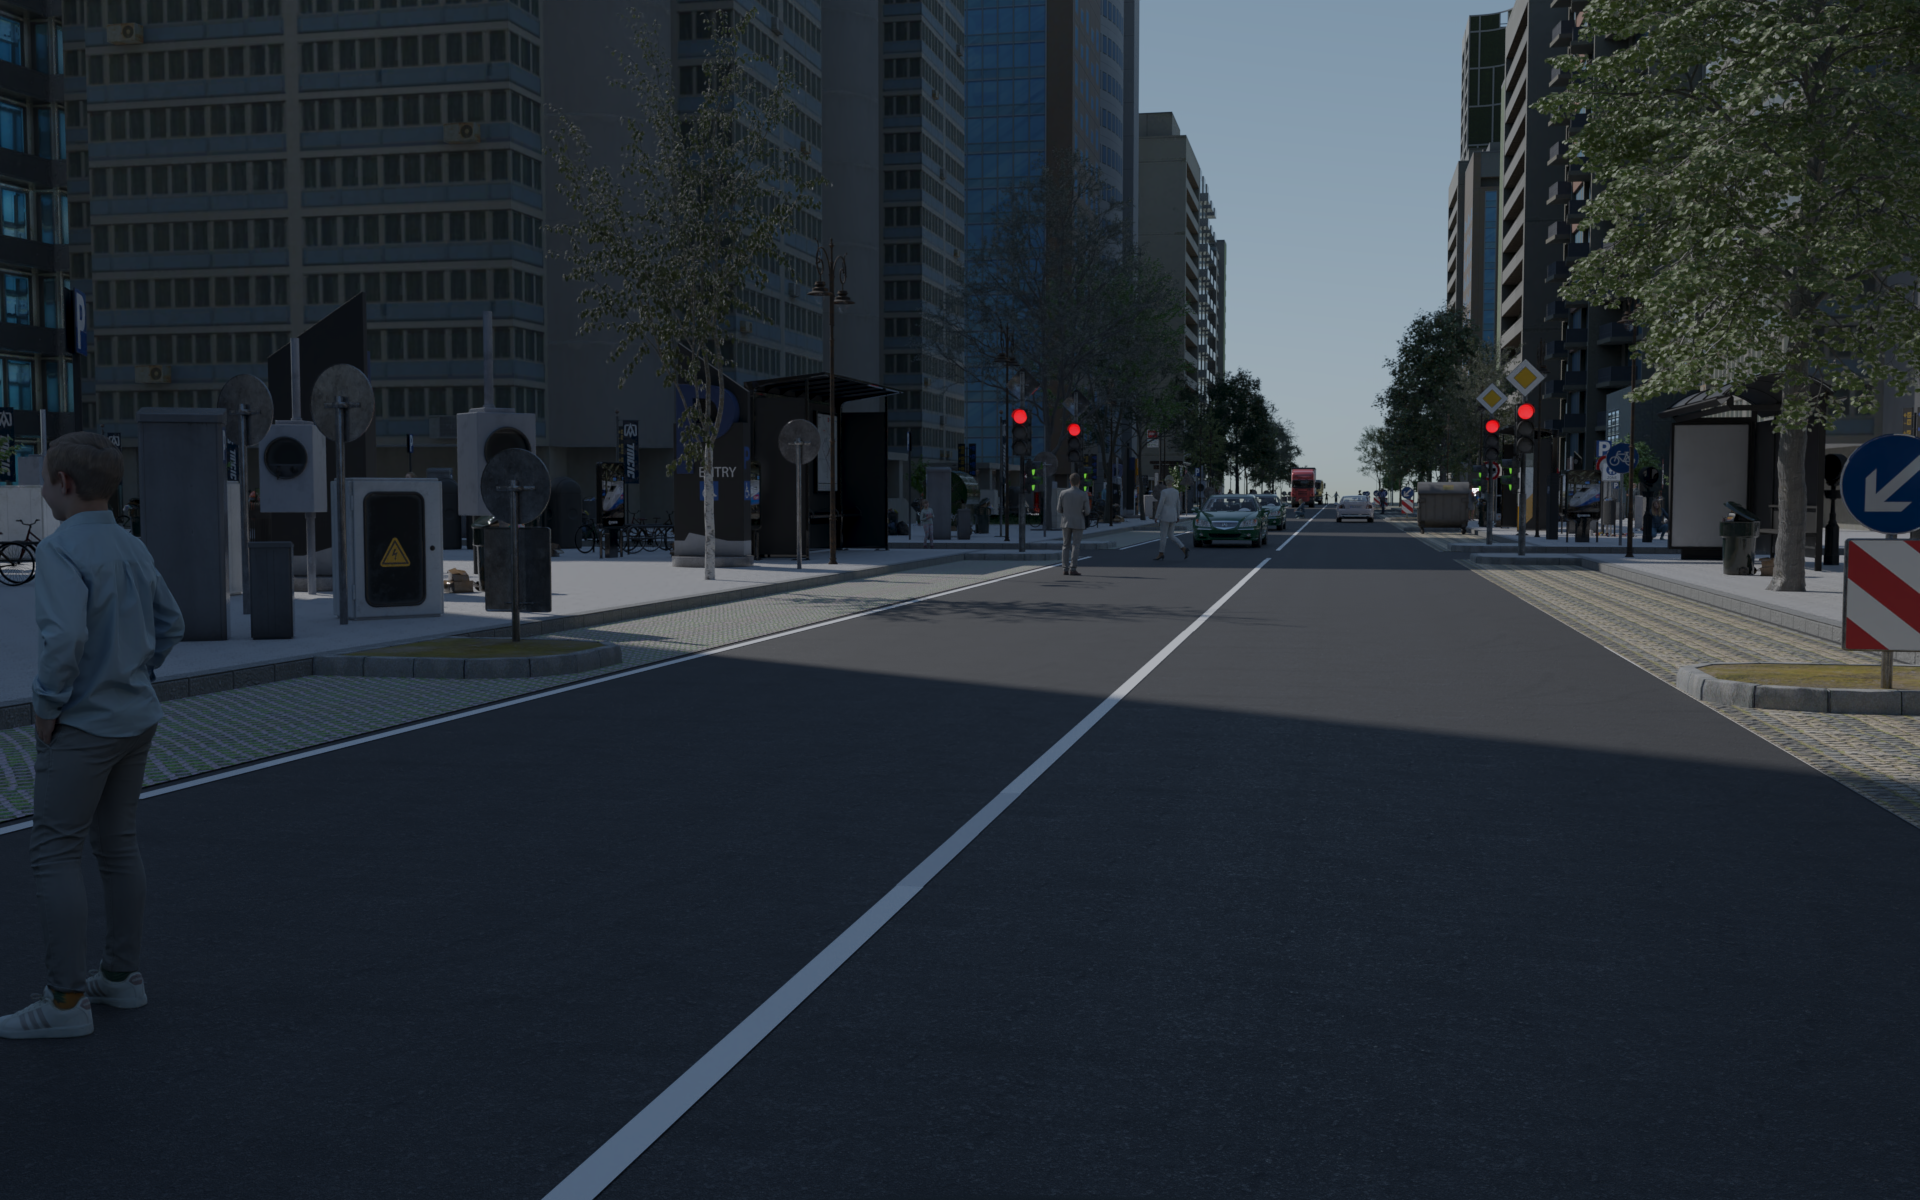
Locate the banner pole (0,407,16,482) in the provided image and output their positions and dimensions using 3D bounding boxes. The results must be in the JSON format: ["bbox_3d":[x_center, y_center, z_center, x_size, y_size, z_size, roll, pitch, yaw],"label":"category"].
[{"bbox_3d":[-24.291,-3.289,43.785,0.863,3.779,0.401,0,4,-7],"label":"banner pole"}]

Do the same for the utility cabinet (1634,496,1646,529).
[{"bbox_3d":[25.466,-3.281,64.808,0.306,1.237,1.020,2,4,28],"label":"utility cabinet"}]

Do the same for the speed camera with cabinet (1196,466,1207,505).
[{"bbox_3d":[16.108,-7.710,120.386,2.038,3.252,0.660,1,4,21],"label":"speed camera with cabinet"}]

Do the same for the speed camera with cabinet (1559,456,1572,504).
[{"bbox_3d":[31.637,-5.951,91.631,0.660,3.252,2.038,-2,4,-28],"label":"speed camera with cabinet"}]

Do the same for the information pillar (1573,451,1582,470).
[{"bbox_3d":[33.643,-6.304,94.419,0.183,3.616,0.504,-3,4,-36],"label":"information pillar"}]

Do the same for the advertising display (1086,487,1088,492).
[{"bbox_3d":[7.182,-5.983,103.043,0.974,1.923,0.123,1,4,14],"label":"advertising display"}]

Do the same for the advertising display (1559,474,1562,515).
[{"bbox_3d":[19.751,-3.092,55.762,0.974,1.923,0.123,-1,4,-17],"label":"advertising display"}]

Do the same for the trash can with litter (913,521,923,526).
[{"bbox_3d":[-0.783,-3.592,69.783,2.233,1.210,1.678,0,4,-2],"label":"trash can with litter"}]

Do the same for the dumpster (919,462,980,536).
[{"bbox_3d":[-0.311,-3.022,51.895,1.502,2.255,1.985,1,4,12],"label":"dumpster"}]

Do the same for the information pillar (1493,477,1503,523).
[{"bbox_3d":[22.735,-4.184,72.906,0.304,2.012,0.304,2,4,27],"label":"information pillar"}]

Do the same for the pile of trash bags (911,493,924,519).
[{"bbox_3d":[-2.245,-4.678,86.235,1.912,1.369,3.447,1,4,21],"label":"pile of trash bags"}]

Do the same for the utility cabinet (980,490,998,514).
[{"bbox_3d":[1.405,-4.846,87.917,1.173,1.500,0.318,3,5,43],"label":"utility cabinet"}]

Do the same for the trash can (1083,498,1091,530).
[{"bbox_3d":[4.333,-3.100,62.346,0.748,1.137,0.748,0,3,0],"label":"trash can"}]

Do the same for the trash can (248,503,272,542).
[{"bbox_3d":[-11.505,-1.012,28.202,0.748,1.137,0.748,0,3,0],"label":"trash can"}]

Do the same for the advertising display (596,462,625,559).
[{"bbox_3d":[-7.020,-1.811,34.832,0.123,1.923,0.974,1,4,17],"label":"advertising display"}]

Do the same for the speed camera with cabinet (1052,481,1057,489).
[{"bbox_3d":[6.631,-7.764,121.274,0.660,3.252,2.038,-1,4,-9],"label":"speed camera with cabinet"}]

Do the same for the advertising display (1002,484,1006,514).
[{"bbox_3d":[2.236,-4.861,84.696,0.123,1.923,0.974,1,4,14],"label":"advertising display"}]

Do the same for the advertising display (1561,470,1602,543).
[{"bbox_3d":[16.511,-2.489,45.903,0.974,1.923,0.123,-1,4,-8],"label":"advertising display"}]

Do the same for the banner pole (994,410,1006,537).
[{"bbox_3d":[1.279,-3.757,51.444,0.401,3.779,0.863,-1,4,-14],"label":"banner pole"}]

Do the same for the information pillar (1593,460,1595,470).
[{"bbox_3d":[38.092,-6.864,103.584,0.504,3.616,0.183,3,5,41],"label":"information pillar"}]

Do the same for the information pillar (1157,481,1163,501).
[{"bbox_3d":[11.187,-5.650,96.872,0.304,2.012,0.304,0,4,0],"label":"information pillar"}]

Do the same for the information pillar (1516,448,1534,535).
[{"bbox_3d":[17.504,-3.808,53.608,0.504,3.616,0.183,-1,4,-19],"label":"information pillar"}]

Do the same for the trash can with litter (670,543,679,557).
[{"bbox_3d":[-5.537,-1.466,35.363,0.624,1.170,1.055,1,4,9],"label":"trash can with litter"}]

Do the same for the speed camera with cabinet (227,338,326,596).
[{"bbox_3d":[-9.108,-1.681,21.826,2.038,3.252,0.660,0,4,-3],"label":"speed camera with cabinet"}]

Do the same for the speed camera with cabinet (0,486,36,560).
[{"bbox_3d":[-18.799,-2.424,33.974,2.038,3.252,0.660,0,4,5],"label":"speed camera with cabinet"}]

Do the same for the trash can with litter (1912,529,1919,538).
[{"bbox_3d":[13.016,-0.747,23.278,1.678,1.210,2.233,2,4,24],"label":"trash can with litter"}]

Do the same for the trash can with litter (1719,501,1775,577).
[{"bbox_3d":[12.542,-0.972,27.284,1.055,1.170,0.624,3,5,44],"label":"trash can with litter"}]

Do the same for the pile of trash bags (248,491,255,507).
[{"bbox_3d":[-48.671,-6.887,122.361,3.447,1.369,1.912,-2,4,-35],"label":"pile of trash bags"}]

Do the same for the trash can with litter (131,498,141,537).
[{"bbox_3d":[-24.381,-2.465,51.697,0.624,1.170,1.055,1,4,12],"label":"trash can with litter"}]

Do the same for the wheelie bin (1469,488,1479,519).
[{"bbox_3d":[26.169,-4.902,88.051,0.693,1.594,0.980,-2,4,-29],"label":"wheelie bin"}]

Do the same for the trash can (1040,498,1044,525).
[{"bbox_3d":[3.527,-3.500,68.883,0.748,1.137,0.748,0,3,0],"label":"trash can"}]

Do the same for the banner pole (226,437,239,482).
[{"bbox_3d":[-24.836,-4.252,59.537,0.401,3.779,0.863,2,4,33],"label":"banner pole"}]

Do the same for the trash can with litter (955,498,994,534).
[{"bbox_3d":[0.511,-2.720,55.851,1.055,1.170,0.624,-1,4,-21],"label":"trash can with litter"}]

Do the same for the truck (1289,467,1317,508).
[{"bbox_3d":[36.498,-11.929,183.953,2.839,4.237,11.283,1,4,12],"label":"truck"}]

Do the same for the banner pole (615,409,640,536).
[{"bbox_3d":[-9.920,-3.754,51.391,0.863,3.779,0.401,-1,4,-18],"label":"banner pole"}]

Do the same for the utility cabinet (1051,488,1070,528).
[{"bbox_3d":[3.777,-3.389,64.087,0.318,1.500,1.173,3,4,37],"label":"utility cabinet"}]

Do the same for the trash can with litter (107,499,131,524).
[{"bbox_3d":[-18.698,-1.619,37.861,0.624,1.170,1.055,-3,5,-44],"label":"trash can with litter"}]

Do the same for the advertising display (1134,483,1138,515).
[{"bbox_3d":[9.769,-5.696,98.343,0.123,1.923,0.974,3,5,39],"label":"advertising display"}]

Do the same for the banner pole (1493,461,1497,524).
[{"bbox_3d":[23.040,-5.167,74.496,0.401,3.779,0.863,1,4,17],"label":"banner pole"}]

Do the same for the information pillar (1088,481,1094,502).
[{"bbox_3d":[7.327,-5.655,96.944,0.304,2.012,0.304,1,4,14],"label":"information pillar"}]

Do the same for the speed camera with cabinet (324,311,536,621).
[{"bbox_3d":[-5.525,-1.463,18.253,2.038,3.252,0.660,-3,5,-39],"label":"speed camera with cabinet"}]

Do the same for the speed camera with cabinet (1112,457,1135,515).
[{"bbox_3d":[8.758,-6.108,94.204,0.660,3.252,2.038,3,4,38],"label":"speed camera with cabinet"}]

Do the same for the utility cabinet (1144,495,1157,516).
[{"bbox_3d":[11.007,-5.397,99.408,1.020,1.237,0.306,-2,4,-24],"label":"utility cabinet"}]

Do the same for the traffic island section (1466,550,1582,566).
[{"bbox_3d":[11.752,-0.850,36.177,2.009,0.180,2.903,1,4,12],"label":"traffic island section"}]

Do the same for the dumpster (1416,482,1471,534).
[{"bbox_3d":[17.226,-3.277,61.801,1.865,1.857,1.264,1,4,13],"label":"dumpster"}]

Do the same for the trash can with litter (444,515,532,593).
[{"bbox_3d":[-6.271,-0.690,22.663,1.055,1.170,0.624,-3,5,-43],"label":"trash can with litter"}]

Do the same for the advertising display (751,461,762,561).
[{"bbox_3d":[-4.275,-1.710,33.165,0.974,1.923,0.123,-2,4,-28],"label":"advertising display"}]

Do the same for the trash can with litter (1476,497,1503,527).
[{"bbox_3d":[20.504,-3.393,66.862,1.055,1.170,0.624,0,4,2],"label":"trash can with litter"}]

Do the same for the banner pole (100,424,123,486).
[{"bbox_3d":[-30.358,-4.397,61.901,0.863,3.779,0.401,0,4,-4],"label":"banner pole"}]

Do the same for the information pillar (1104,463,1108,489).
[{"bbox_3d":[10.317,-7.959,121.486,0.504,3.616,0.183,3,4,36],"label":"information pillar"}]

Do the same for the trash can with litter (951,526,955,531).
[{"bbox_3d":[-0.557,-2.961,59.791,1.055,1.170,0.624,-2,4,-26],"label":"trash can with litter"}]

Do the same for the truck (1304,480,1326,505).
[{"bbox_3d":[47.724,-14.565,234.054,3.469,3.379,9.791,1,4,13],"label":"truck"}]

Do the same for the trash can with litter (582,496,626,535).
[{"bbox_3d":[-11.264,-2.653,54.438,1.678,1.210,2.233,3,4,39],"label":"trash can with litter"}]

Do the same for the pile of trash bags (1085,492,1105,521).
[{"bbox_3d":[6.228,-4.607,85.077,1.912,1.369,3.447,0,4,1],"label":"pile of trash bags"}]

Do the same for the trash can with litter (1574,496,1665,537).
[{"bbox_3d":[19.765,-2.519,52.236,1.678,1.210,2.233,-1,4,-20],"label":"trash can with litter"}]

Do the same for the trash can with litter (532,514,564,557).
[{"bbox_3d":[-8.658,-1.480,35.580,1.055,1.170,0.624,1,4,11],"label":"trash can with litter"}]
